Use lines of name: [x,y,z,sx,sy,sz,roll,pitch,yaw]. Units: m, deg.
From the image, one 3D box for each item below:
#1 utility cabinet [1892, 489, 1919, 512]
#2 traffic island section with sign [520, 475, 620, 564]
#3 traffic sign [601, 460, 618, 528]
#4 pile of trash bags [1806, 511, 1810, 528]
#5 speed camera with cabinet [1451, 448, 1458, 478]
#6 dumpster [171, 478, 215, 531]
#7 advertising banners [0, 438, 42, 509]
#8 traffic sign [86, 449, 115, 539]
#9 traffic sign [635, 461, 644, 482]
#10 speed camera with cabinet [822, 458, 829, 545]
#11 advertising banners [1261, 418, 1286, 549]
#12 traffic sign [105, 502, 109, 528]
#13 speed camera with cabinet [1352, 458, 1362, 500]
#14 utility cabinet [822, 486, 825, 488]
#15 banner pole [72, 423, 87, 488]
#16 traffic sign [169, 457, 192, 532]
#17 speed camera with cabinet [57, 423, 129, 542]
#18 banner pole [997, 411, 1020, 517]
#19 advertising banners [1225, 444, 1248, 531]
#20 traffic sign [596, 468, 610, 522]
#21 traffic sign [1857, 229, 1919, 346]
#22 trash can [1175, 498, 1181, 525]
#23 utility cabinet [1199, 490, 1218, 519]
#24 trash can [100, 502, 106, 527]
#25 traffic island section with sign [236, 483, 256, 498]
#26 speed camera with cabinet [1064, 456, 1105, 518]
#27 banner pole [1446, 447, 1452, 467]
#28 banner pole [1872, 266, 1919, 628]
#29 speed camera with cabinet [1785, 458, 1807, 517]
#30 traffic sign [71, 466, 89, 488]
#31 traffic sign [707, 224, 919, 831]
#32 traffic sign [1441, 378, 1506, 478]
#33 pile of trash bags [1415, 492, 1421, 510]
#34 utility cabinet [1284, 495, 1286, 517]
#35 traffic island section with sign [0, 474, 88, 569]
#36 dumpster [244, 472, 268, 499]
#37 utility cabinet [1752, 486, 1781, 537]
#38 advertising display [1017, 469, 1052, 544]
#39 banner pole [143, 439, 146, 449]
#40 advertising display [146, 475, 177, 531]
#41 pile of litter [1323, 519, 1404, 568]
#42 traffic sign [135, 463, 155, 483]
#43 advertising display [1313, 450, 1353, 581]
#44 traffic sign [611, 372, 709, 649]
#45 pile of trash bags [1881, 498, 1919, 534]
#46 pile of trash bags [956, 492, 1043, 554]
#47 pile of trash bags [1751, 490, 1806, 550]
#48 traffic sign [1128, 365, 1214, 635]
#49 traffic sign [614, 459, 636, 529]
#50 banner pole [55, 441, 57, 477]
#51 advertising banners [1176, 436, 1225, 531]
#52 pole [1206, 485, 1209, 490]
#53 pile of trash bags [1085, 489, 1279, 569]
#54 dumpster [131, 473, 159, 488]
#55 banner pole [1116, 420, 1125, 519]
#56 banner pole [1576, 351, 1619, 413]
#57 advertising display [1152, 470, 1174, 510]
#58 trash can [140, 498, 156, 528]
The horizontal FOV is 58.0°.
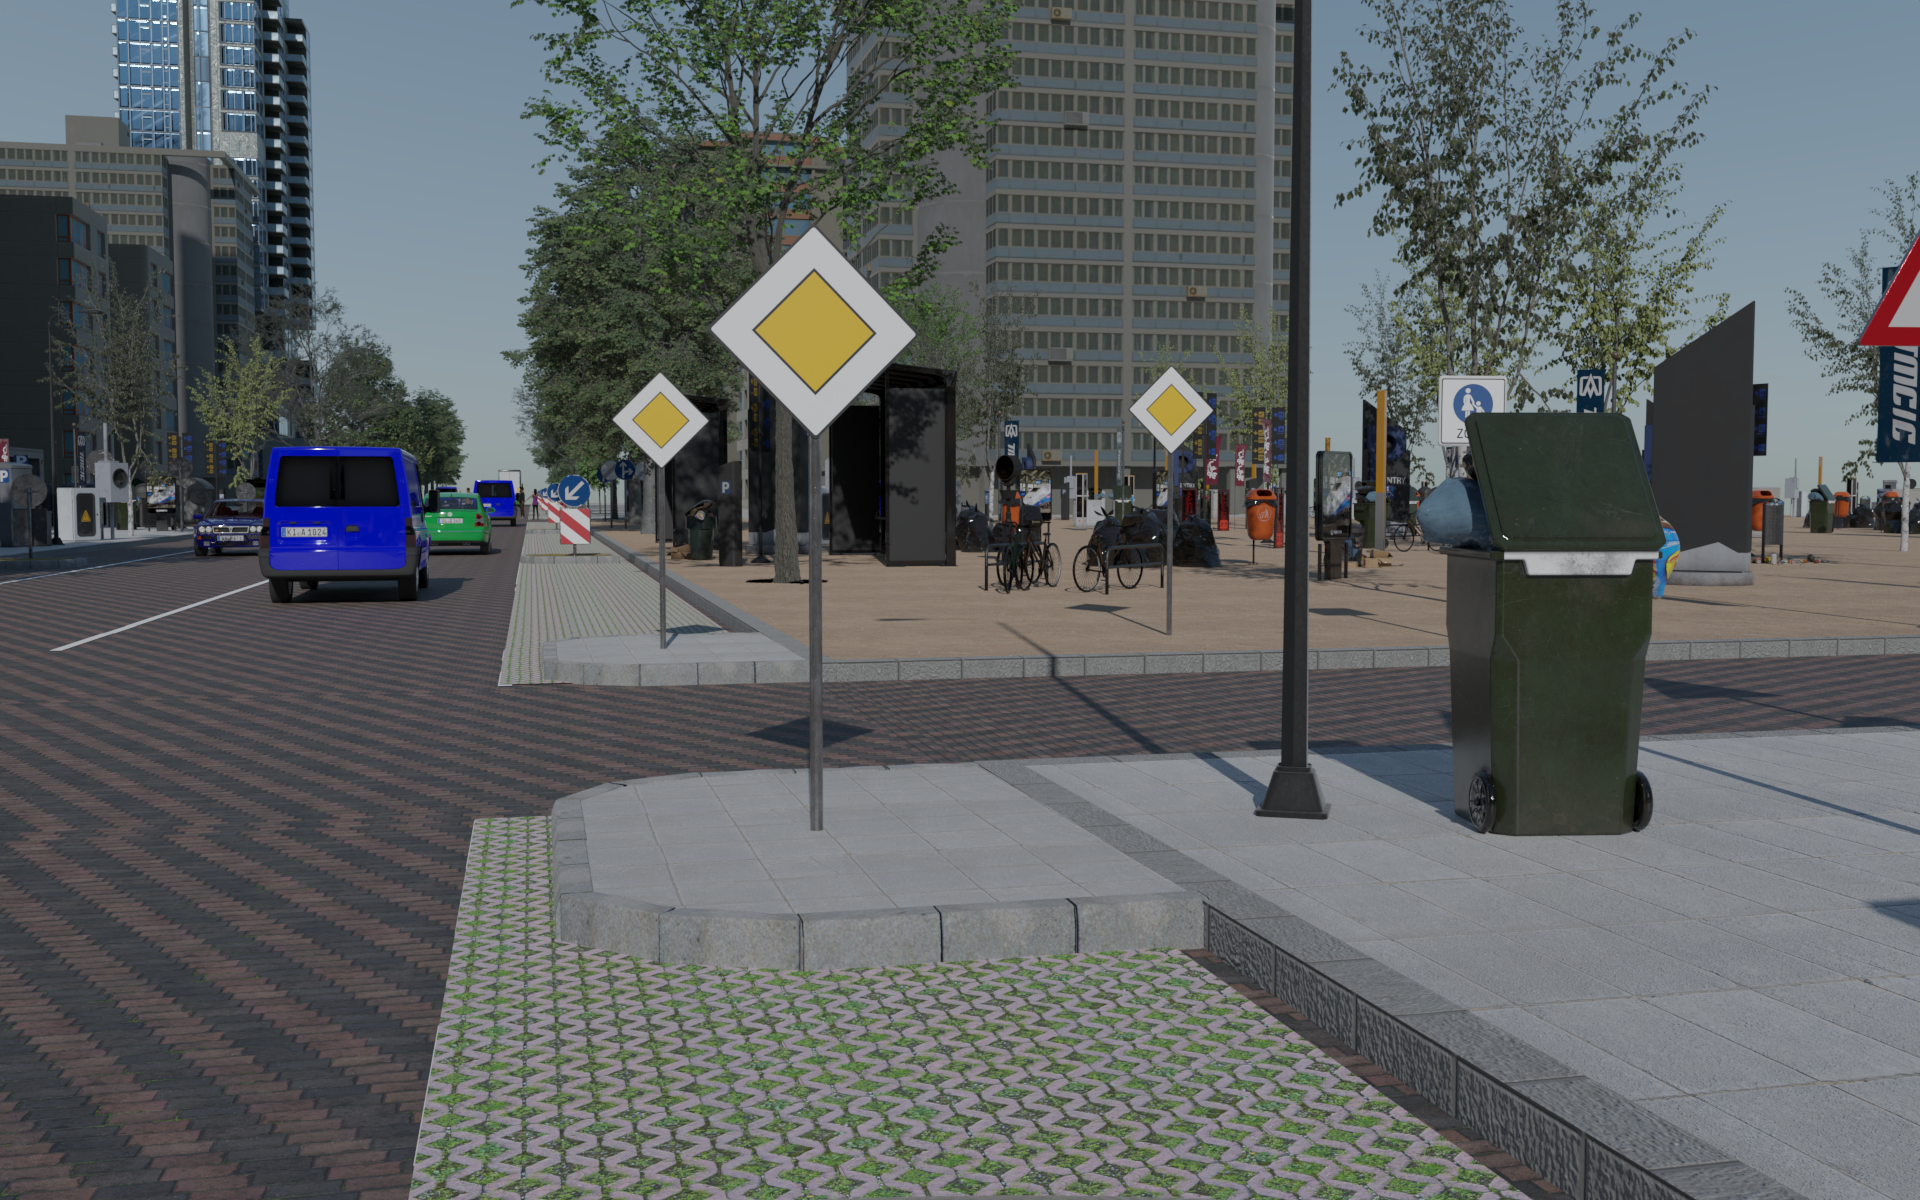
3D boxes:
utility cabinet: [41.770,-4.138,76.341,1.173,1.500,0.318,3,5,42]
traffic island section with sign: [-8.195,-1.690,36.266,1.989,1.847,2.006,-1,4,-14]
traffic sign: [-13.087,-3.969,65.000,0.768,2.556,0.104,-1,4,-12]
pile of trash bags: [33.867,-3.409,65.482,3.447,1.369,1.912,-1,4,-11]
speed camera with cabinet: [18.136,-4.138,61.999,0.660,3.252,2.038,-1,4,-10]
dumpster: [-27.208,-3.400,61.355,1.264,1.857,1.865,-1,4,-14]
advertising banners: [-29.378,-3.544,54.139,2.074,3.025,0.090,2,4,30]
traffic sign: [-24.422,-3.005,49.243,0.768,2.556,0.104,-1,4,-11]
traffic sign: [-12.300,-4.118,67.437,0.768,2.556,0.104,-1,4,-10]
speed camera with cabinet: [-3.367,-3.049,44.189,0.660,3.252,2.038,1,4,23]
advertising banners: [7.548,-2.733,40.874,0.090,3.025,2.074,2,4,35]
traffic sign: [-32.385,-4.012,65.705,0.768,2.556,0.104,-1,4,-9]
speed camera with cabinet: [21.010,-6.124,94.471,2.038,3.252,0.660,-1,4,-21]
utility cabinet: [-3.744,-2.342,46.964,1.173,1.500,0.318,-2,4,-24]
banner pole: [-31.157,-4.360,61.299,0.401,3.779,0.863,0,4,7]
traffic sign: [-26.476,-3.594,58.865,0.768,2.556,0.104,0,4,-5]
speed camera with cabinet: [-23.851,-3.260,47.641,0.660,3.252,2.038,1,4,18]
banner pole: [1.394,-3.785,51.899,0.863,3.779,0.401,1,4,23]
advertising banners: [9.124,-3.909,60.098,2.074,3.025,0.090,-2,4,-27]
traffic sign: [-16.523,-4.925,80.624,0.768,2.556,0.104,-1,4,-11]
traffic sign: [3.651,-0.386,6.320,0.884,2.594,0.081,0,4,-7]
trash can: [7.600,-2.889,58.881,0.748,1.137,0.748,0,3,0]
utility cabinet: [12.786,-4.930,89.285,0.318,1.500,1.173,-2,4,-32]
trash can: [-33.559,-3.409,67.393,0.748,1.137,0.748,0,3,0]
traffic island section with sign: [-24.753,-3.144,60.035,1.989,1.847,2.006,-1,4,-14]
speed camera with cabinet: [6.418,-5.798,89.138,2.038,3.252,0.660,1,4,20]
banner pole: [22.835,-5.528,80.396,0.401,3.779,0.863,-2,4,-29]
banner pole: [9.234,-1.627,16.625,0.863,3.779,0.401,3,5,43]
speed camera with cabinet: [46.474,-6.236,96.288,0.660,3.252,2.038,3,5,43]
traffic sign: [-31.957,-3.720,62.953,0.606,2.300,0.079,0,4,-7]
traffic sign: [-0.550,-0.178,6.550,0.795,2.450,0.064,-1,4,-14]
traffic sign: [4.436,-0.792,15.082,0.606,2.300,0.079,0,4,-6]
pile of trash bags: [17.862,-3.904,73.575,3.447,1.369,1.912,0,4,-5]
utility cabinet: [18.645,-5.253,97.048,1.020,1.237,0.306,1,4,23]
traffic island section with sign: [-18.281,-1.544,33.865,1.989,1.847,2.006,-1,4,-14]
dumpster: [-25.574,-3.636,64.401,1.985,2.255,1.502,-1,4,-16]
utility cabinet: [23.302,-2.565,50.612,1.173,1.500,0.318,2,4,30]
advertising display: [1.902,-2.386,44.231,0.974,1.923,0.123,-2,4,-28]
banner pole: [-37.519,-5.481,79.635,0.401,3.779,0.863,-3,5,-45]
advertising display: [-27.525,-3.333,59.716,0.974,1.923,0.123,-1,4,-10]
pile of litter: [7.125,-1.012,30.512,1.719,0.858,1.176,-1,4,-20]
traffic sign: [-33.259,-4.321,70.747,0.768,2.556,0.104,-1,4,-12]
advertising display: [5.609,-1.271,25.995,0.123,1.923,0.974,3,5,39]
traffic sign: [-2.464,-0.652,14.303,0.795,2.450,0.064,-1,4,-14]
pile of trash bags: [32.747,-3.161,61.432,3.447,1.369,1.912,3,5,44]
pile of trash bags: [0.894,-1.748,38.327,1.912,1.369,3.447,-1,4,-8]
pile of trash bags: [16.726,-1.772,38.732,3.447,1.369,1.912,-1,4,-18]
traffic sign: [1.896,-0.885,15.655,0.795,2.450,0.064,-1,4,-9]
traffic sign: [-12.267,-3.877,63.495,0.768,2.556,0.104,0,4,-6]
banner pole: [-42.492,-5.591,81.435,0.401,3.779,0.863,-2,4,-27]
advertising banners: [6.901,-3.435,52.354,2.074,3.025,0.090,2,4,24]
pole: [10.814,-5.015,75.836,0.158,3.312,0.155,0,3,0]
pile of trash bags: [4.064,-1.296,30.938,3.447,1.369,1.912,-1,4,-16]
dumpster: [-34.579,-4.344,73.521,1.502,2.255,1.985,-1,4,-14]
banner pole: [5.421,-4.183,58.407,0.401,3.779,0.863,2,4,26]
banner pole: [11.275,-2.480,30.566,0.863,3.779,0.401,1,4,14]
advertising display: [5.488,-2.542,46.771,0.123,1.923,0.974,3,4,37]
trash can: [-30.748,-3.313,65.818,0.748,1.137,0.748,0,3,0]
